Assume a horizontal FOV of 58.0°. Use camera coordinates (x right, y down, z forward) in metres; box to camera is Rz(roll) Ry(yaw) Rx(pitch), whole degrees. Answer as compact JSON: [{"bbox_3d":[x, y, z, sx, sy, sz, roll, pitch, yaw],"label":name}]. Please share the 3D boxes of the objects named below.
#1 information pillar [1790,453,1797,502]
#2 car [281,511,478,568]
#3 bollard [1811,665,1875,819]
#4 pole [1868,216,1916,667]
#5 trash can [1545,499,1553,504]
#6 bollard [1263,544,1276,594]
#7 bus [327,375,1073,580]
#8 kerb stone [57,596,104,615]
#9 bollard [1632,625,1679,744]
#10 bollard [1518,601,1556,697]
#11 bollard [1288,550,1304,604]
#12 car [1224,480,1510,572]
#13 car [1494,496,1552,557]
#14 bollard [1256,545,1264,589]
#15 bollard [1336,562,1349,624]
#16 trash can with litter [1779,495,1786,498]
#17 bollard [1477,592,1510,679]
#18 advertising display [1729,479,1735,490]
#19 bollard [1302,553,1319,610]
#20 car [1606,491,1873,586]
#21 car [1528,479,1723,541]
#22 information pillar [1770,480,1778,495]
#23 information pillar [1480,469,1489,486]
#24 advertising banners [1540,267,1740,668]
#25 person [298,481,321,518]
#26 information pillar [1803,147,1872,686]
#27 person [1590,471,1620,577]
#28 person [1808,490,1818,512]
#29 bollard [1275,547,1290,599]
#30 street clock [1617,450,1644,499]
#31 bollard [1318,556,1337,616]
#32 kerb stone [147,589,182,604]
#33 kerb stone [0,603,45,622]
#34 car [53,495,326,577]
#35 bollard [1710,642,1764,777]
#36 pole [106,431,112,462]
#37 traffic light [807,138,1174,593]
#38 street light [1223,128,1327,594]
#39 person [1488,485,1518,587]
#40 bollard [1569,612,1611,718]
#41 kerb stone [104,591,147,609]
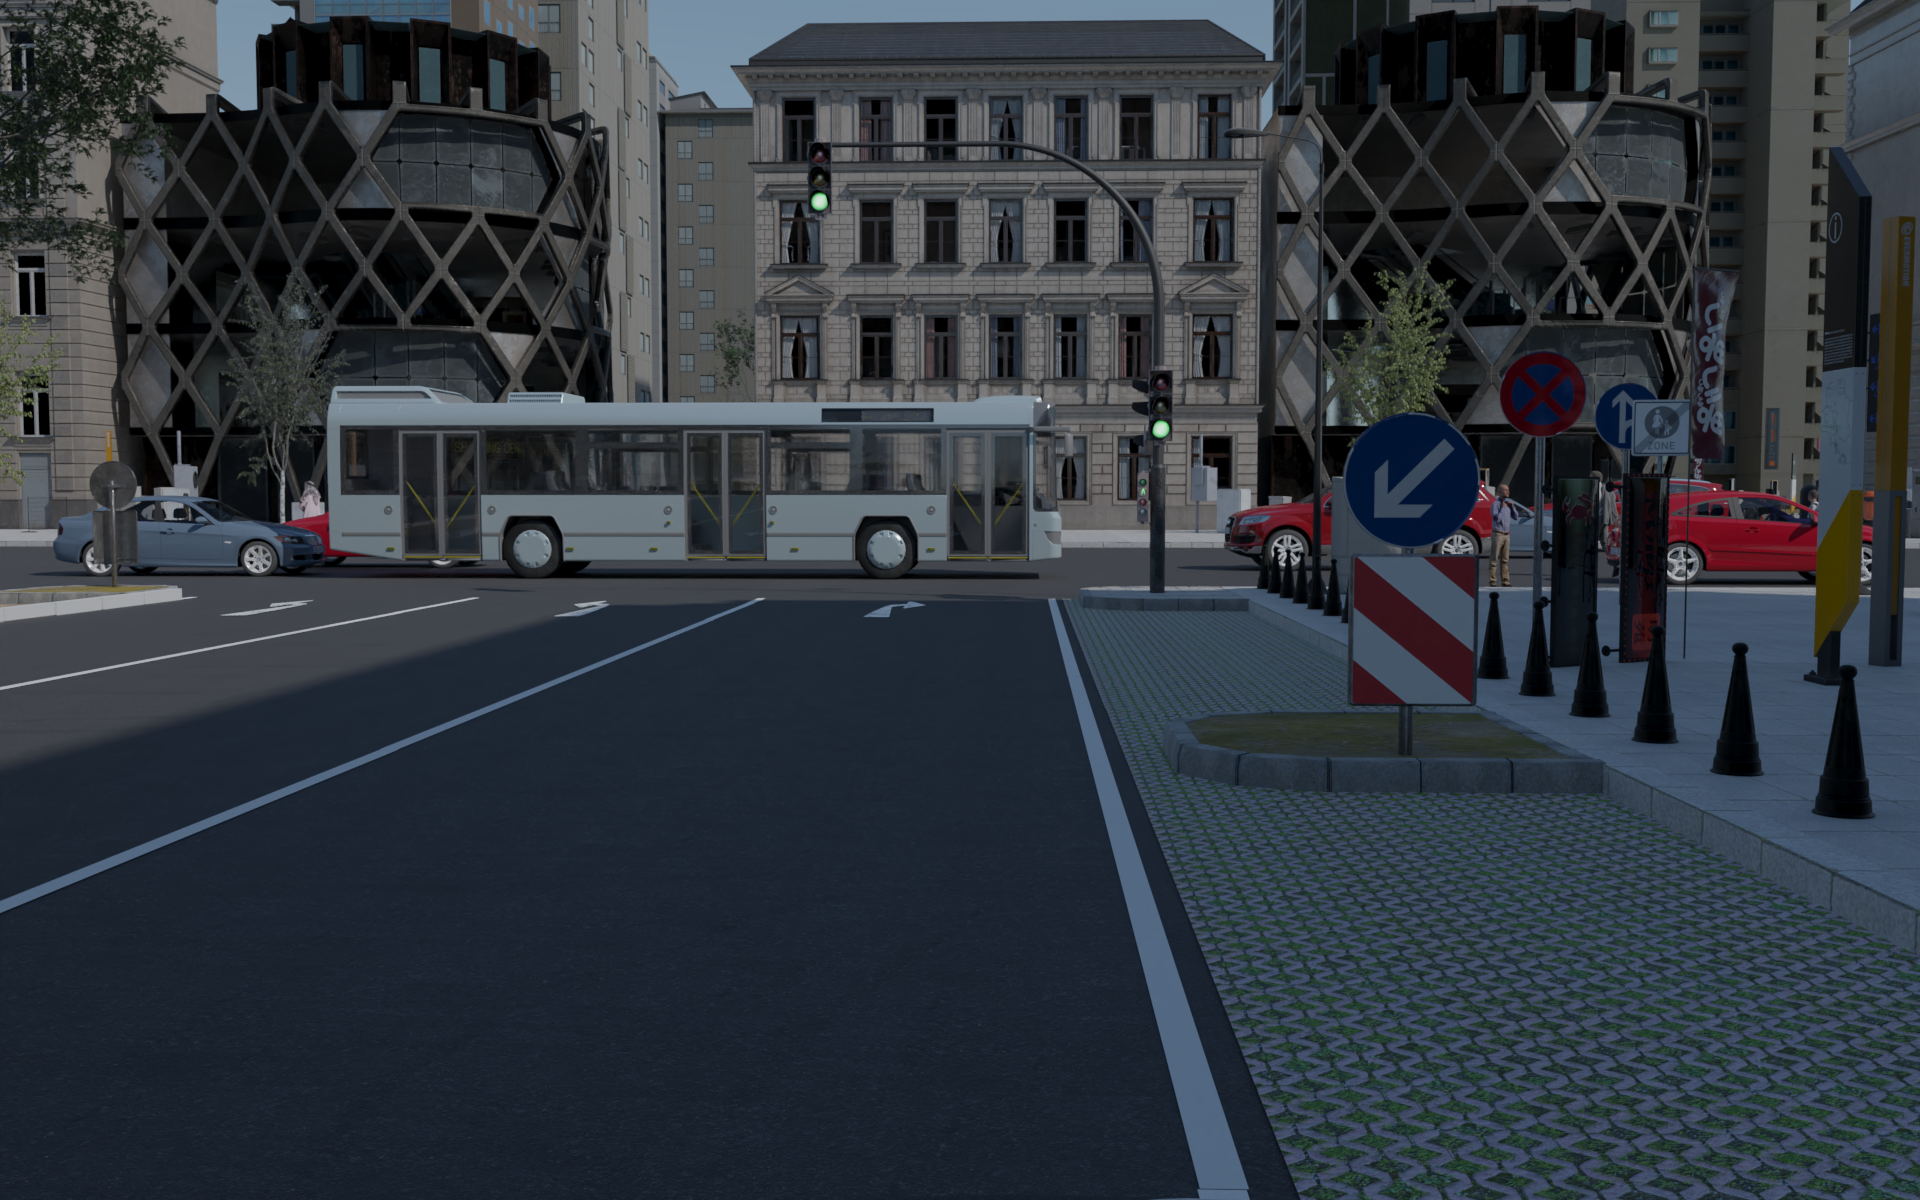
[{"bbox_3d":[47.514,-6.568,98.746,0.504,3.616,0.183,-3,5,-41],"label":"information pillar"},{"bbox_3d":[-11.440,-1.543,34.263,4.494,1.783,2.155,0,4,0],"label":"car"},{"bbox_3d":[3.540,0.558,6.922,0.229,0.601,0.229,0,3,0],"label":"bollard"},{"bbox_3d":[6.916,-1.163,12.851,0.158,3.312,0.155,0,3,0],"label":"pole"},{"bbox_3d":[18.568,-2.585,53.920,0.748,1.137,0.748,0,3,0],"label":"trash can"},{"bbox_3d":[4.081,-0.388,22.384,0.229,0.601,0.229,0,3,0],"label":"bollard"},{"bbox_3d":[-4.003,-2.162,30.209,13.247,3.499,2.948,0,4,2],"label":"bus"},{"bbox_3d":[-10.714,0.077,20.965,0.120,0.150,1.000,0,4,2],"label":"kerb stone"},{"bbox_3d":[3.611,0.432,8.980,0.229,0.601,0.229,0,3,0],"label":"bollard"},{"bbox_3d":[3.687,0.306,11.047,0.229,0.601,0.229,0,3,0],"label":"bollard"},{"bbox_3d":[4.012,-0.261,20.314,0.229,0.601,0.229,0,3,0],"label":"bollard"},{"bbox_3d":[7.692,-1.484,32.942,5.304,1.827,2.281,0,3,0],"label":"car"},{"bbox_3d":[12.033,-1.654,39.050,4.499,1.417,2.014,0,4,1],"label":"car"},{"bbox_3d":[4.123,-0.451,23.416,0.229,0.601,0.229,0,3,0],"label":"bollard"},{"bbox_3d":[3.901,-0.072,17.222,0.229,0.601,0.229,0,3,0],"label":"bollard"},{"bbox_3d":[50.813,-5.821,106.226,2.233,1.210,1.678,1,4,10],"label":"trash can with litter"},{"bbox_3d":[3.719,0.243,12.073,0.229,0.601,0.229,0,3,0],"label":"bollard"},{"bbox_3d":[32.424,-4.134,72.808,0.123,1.923,0.974,2,4,31],"label":"advertising display"},{"bbox_3d":[3.977,-0.198,19.284,0.229,0.601,0.229,0,3,0],"label":"bollard"},{"bbox_3d":[12.839,-1.157,27.959,4.494,1.783,2.155,0,4,4],"label":"car"},{"bbox_3d":[16.728,-2.126,43.428,5.304,1.827,2.281,0,4,0],"label":"car"},{"bbox_3d":[43.331,-5.368,92.255,0.304,2.012,0.304,0,4,4],"label":"information pillar"},{"bbox_3d":[15.164,-2.802,50.299,0.304,2.012,0.304,2,4,29],"label":"information pillar"},{"bbox_3d":[5.195,-1.038,13.154,2.074,3.025,0.090,-2,4,-29],"label":"advertising banners"},{"bbox_3d":[-15.535,-1.971,41.402,0.621,1.740,0.551,0,4,4],"label":"person"},{"bbox_3d":[5.884,-1.236,11.558,0.183,3.616,0.504,0,4,3],"label":"information pillar"},{"bbox_3d":[11.098,-1.309,30.011,0.679,1.850,0.850,-2,4,-29],"label":"person"},{"bbox_3d":[16.173,-1.329,32.829,0.523,1.515,0.503,1,4,11],"label":"person"},{"bbox_3d":[4.047,-0.325,21.349,0.229,0.601,0.229,0,3,0],"label":"bollard"},{"bbox_3d":[8.223,-1.017,21.200,0.358,2.002,0.471,2,4,25],"label":"street clock"},{"bbox_3d":[3.939,-0.136,18.258,0.229,0.601,0.229,0,3,0],"label":"bollard"},{"bbox_3d":[-10.641,-0.050,23.015,0.120,0.150,1.000,0,4,2],"label":"kerb stone"},{"bbox_3d":[-10.761,0.138,19.934,0.120,0.150,1.000,0,4,2],"label":"kerb stone"},{"bbox_3d":[-13.637,-1.150,30.805,4.499,1.417,2.014,0,4,0],"label":"car"},{"bbox_3d":[3.576,0.495,7.954,0.229,0.601,0.229,0,3,0],"label":"bollard"},{"bbox_3d":[-27.508,-3.805,56.047,0.158,3.312,0.155,0,3,0],"label":"pole"},{"bbox_3d":[0.444,-2.916,22.344,4.771,5.953,1.251,0,4,2],"label":"traffic light"},{"bbox_3d":[4.040,-3.032,22.117,1.470,5.913,1.316,0,4,2],"label":"street light"},{"bbox_3d":[8.104,-0.934,25.838,0.516,1.574,0.319,-2,4,-30],"label":"person"},{"bbox_3d":[3.650,0.368,10.021,0.229,0.601,0.229,0,3,0],"label":"bollard"},{"bbox_3d":[-10.674,0.013,21.990,0.120,0.150,1.000,0,4,2],"label":"kerb stone"}]
